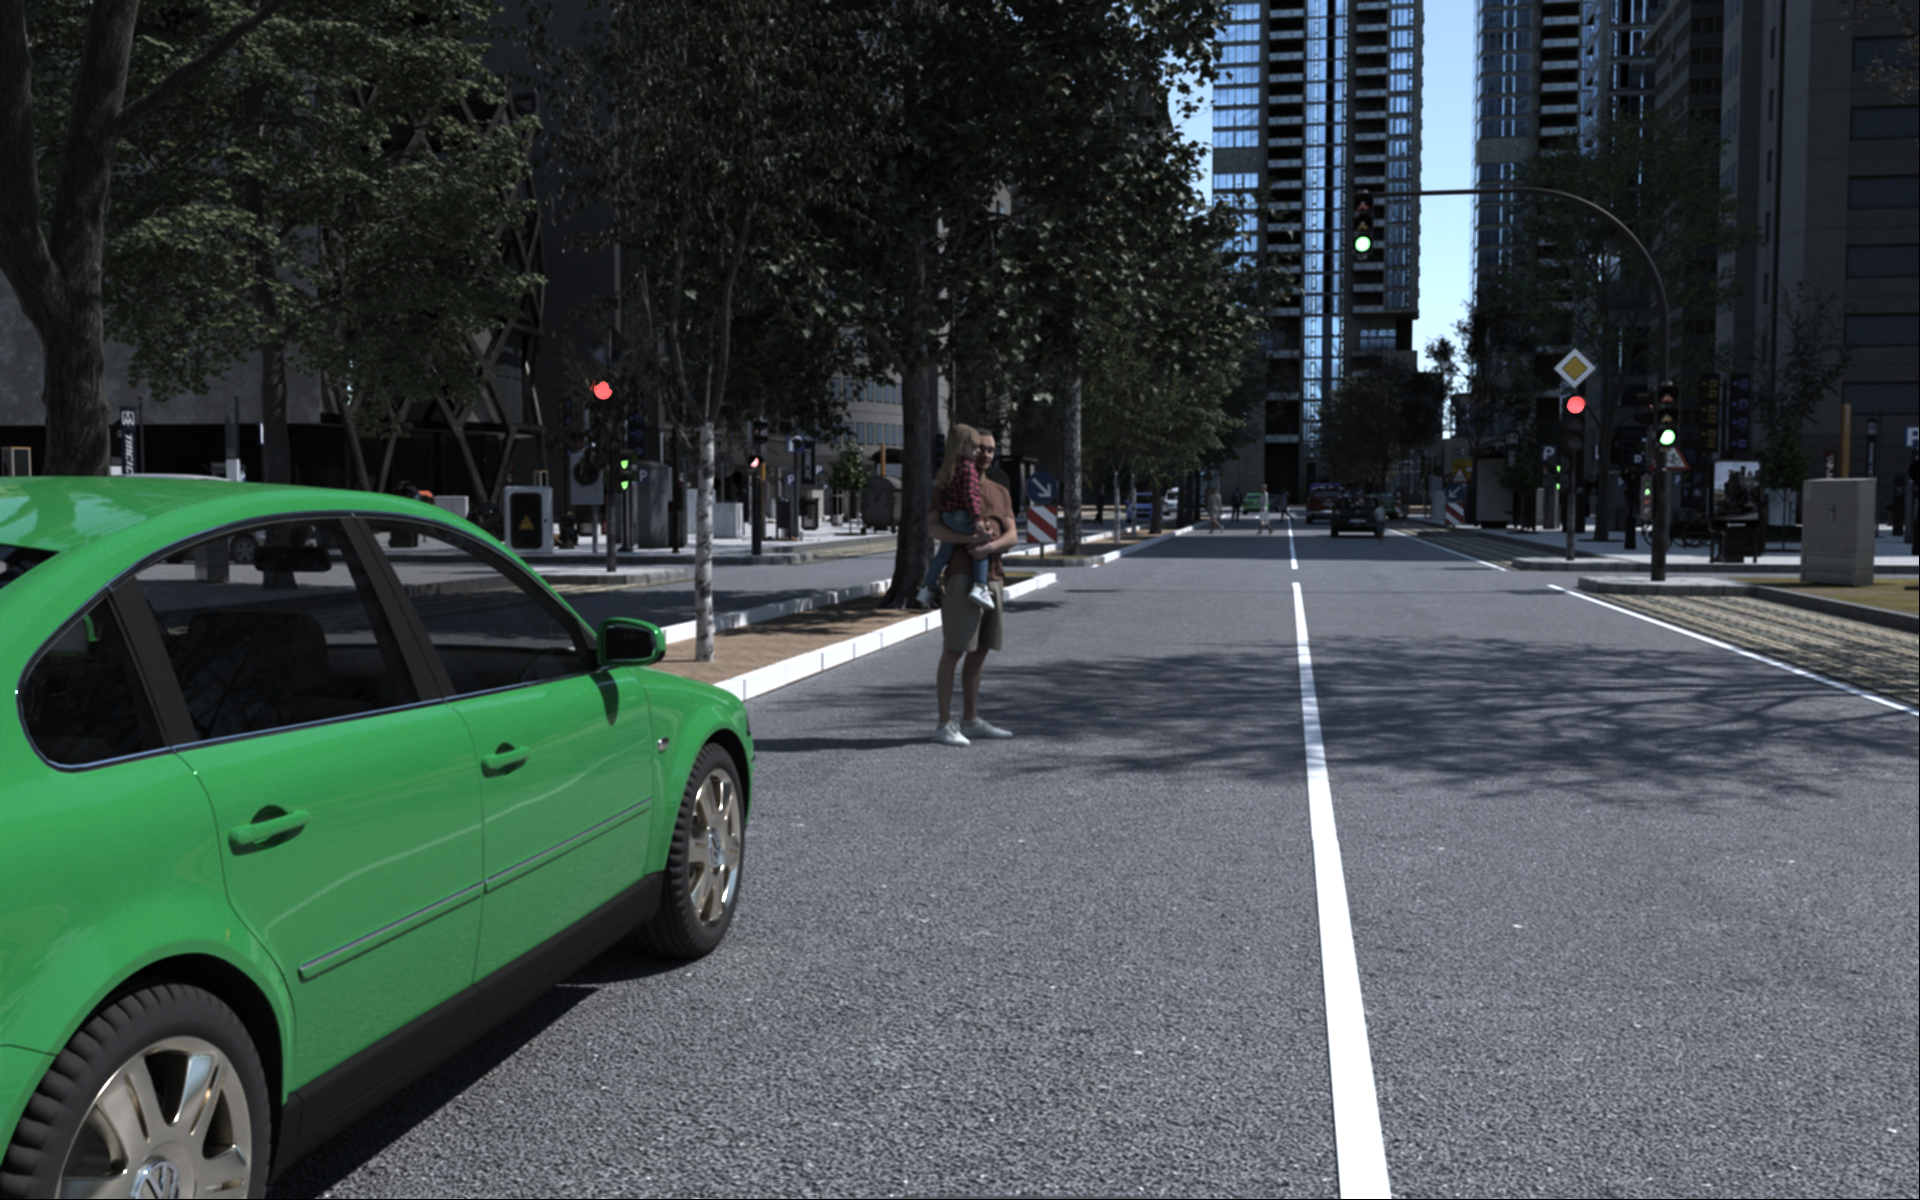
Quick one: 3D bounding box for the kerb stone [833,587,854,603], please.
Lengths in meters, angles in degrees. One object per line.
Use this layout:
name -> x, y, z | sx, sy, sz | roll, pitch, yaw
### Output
kerb stone -> -1.613, -0.043, 22.945 | 0.120, 0.150, 1.000 | 1, 4, 11

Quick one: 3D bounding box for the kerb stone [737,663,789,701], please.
kerb stone -> -1.452, 0.594, 12.478 | 0.120, 0.150, 1.000 | 1, 4, 11

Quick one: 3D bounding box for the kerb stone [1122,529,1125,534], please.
kerb stone -> 5.698, -2.419, 61.738 | 0.120, 0.150, 1.000 | 1, 4, 11

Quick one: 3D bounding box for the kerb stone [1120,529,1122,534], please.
kerb stone -> 5.499, -2.357, 60.726 | 0.120, 0.150, 1.000 | 1, 4, 11

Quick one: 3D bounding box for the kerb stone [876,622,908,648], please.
kerb stone -> -0.686, 0.347, 16.525 | 0.120, 0.150, 1.000 | 1, 4, 11

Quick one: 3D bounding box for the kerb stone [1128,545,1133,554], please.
kerb stone -> 3.959, -1.163, 41.219 | 0.120, 0.150, 1.000 | 1, 4, 11

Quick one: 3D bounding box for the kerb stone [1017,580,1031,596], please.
kerb stone -> 0.834, -0.146, 24.579 | 0.120, 0.150, 1.000 | 1, 4, 11

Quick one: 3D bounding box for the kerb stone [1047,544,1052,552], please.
kerb stone -> 2.085, -1.243, 42.587 | 0.120, 0.150, 1.000 | 1, 4, 11

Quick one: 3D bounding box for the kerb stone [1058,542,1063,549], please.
kerb stone -> 2.468, -1.365, 44.596 | 0.120, 0.150, 1.000 | 1, 4, 11

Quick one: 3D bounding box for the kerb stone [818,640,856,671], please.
kerb stone -> -1.072, 0.471, 14.498 | 0.120, 0.150, 1.000 | 1, 4, 11

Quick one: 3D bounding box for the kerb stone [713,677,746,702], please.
kerb stone -> -1.643, 0.657, 11.473 | 0.120, 0.150, 1.000 | 1, 4, 11

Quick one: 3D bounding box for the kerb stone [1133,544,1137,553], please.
kerb stone -> 4.154, -1.225, 42.225 | 0.120, 0.150, 1.000 | 1, 4, 11

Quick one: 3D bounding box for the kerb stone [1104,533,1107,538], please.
kerb stone -> 4.550, -2.049, 55.689 | 0.120, 0.150, 1.000 | 1, 4, 11

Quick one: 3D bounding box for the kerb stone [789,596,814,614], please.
kerb stone -> -1.989, 0.078, 20.928 | 0.120, 0.150, 1.000 | 1, 4, 11

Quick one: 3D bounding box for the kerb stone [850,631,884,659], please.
kerb stone -> -0.878, 0.413, 15.505 | 0.120, 0.150, 1.000 | 1, 4, 11

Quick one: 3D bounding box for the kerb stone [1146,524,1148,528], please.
kerb stone -> 7.592, -3.035, 71.820 | 0.120, 0.150, 1.000 | 1, 4, 11

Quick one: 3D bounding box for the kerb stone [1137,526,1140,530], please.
kerb stone -> 6.835, -2.786, 67.786 | 0.120, 0.150, 1.000 | 1, 4, 11

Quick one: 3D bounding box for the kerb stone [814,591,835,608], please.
kerb stone -> -1.808, 0.024, 21.942 | 0.120, 0.150, 1.000 | 1, 4, 11

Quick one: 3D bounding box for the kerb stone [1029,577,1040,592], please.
kerb stone -> 1.017, -0.205, 25.585 | 0.120, 0.150, 1.000 | 1, 4, 11

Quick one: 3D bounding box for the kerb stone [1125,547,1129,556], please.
kerb stone -> 3.768, -1.102, 40.210 | 0.120, 0.150, 1.000 | 1, 4, 11

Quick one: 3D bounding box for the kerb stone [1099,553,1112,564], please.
kerb stone -> 3.011, -0.854, 36.163 | 0.120, 0.150, 1.000 | 1, 4, 11

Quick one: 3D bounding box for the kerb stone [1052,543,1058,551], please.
kerb stone -> 2.276, -1.309, 43.591 | 0.120, 0.150, 1.000 | 1, 4, 11

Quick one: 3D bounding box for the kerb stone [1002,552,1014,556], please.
kerb stone -> 0.943, -0.878, 36.555 | 0.120, 0.150, 1.000 | 1, 4, 11

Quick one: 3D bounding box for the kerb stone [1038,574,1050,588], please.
kerb stone -> 1.211, -0.269, 26.588 | 0.120, 0.150, 1.000 | 1, 4, 11

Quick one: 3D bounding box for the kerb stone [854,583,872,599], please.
kerb stone -> -1.426, -0.106, 23.950 | 0.120, 0.150, 1.000 | 1, 4, 11

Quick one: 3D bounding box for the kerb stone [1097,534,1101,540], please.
kerb stone -> 4.171, -1.925, 53.667 | 0.120, 0.150, 1.000 | 1, 4, 11

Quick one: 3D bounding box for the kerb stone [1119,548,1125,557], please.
kerb stone -> 3.578, -1.040, 39.193 | 0.120, 0.150, 1.000 | 1, 4, 11

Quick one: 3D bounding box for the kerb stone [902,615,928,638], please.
kerb stone -> -0.508, 0.285, 17.532 | 0.120, 0.150, 1.000 | 1, 4, 11

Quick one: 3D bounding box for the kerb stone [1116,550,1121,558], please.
kerb stone -> 3.385, -0.977, 38.179 | 0.120, 0.150, 1.000 | 1, 4, 11

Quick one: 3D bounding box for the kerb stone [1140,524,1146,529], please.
kerb stone -> 7.403, -2.967, 70.801 | 0.120, 0.150, 1.000 | 1, 4, 11

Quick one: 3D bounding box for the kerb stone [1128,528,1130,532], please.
kerb stone -> 6.074, -2.542, 63.762 | 0.120, 0.150, 1.000 | 1, 4, 11

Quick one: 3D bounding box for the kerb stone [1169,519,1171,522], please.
kerb stone -> 10.254, -3.895, 85.931 | 0.120, 0.150, 1.000 | 1, 4, 11

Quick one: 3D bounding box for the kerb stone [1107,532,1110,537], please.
kerb stone -> 4.733, -2.110, 56.695 | 0.120, 0.150, 1.000 | 1, 4, 11

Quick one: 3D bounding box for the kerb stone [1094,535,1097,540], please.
kerb stone -> 3.983, -1.863, 52.662 | 0.120, 0.150, 1.000 | 1, 4, 11

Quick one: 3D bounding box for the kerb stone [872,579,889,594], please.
kerb stone -> -1.230, -0.169, 24.955 | 0.120, 0.150, 1.000 | 1, 4, 11

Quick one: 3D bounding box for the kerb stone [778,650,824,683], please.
kerb stone -> -1.269, 0.532, 13.492 | 0.120, 0.150, 1.000 | 1, 4, 11

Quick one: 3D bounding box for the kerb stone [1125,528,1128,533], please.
kerb stone -> 5.883, -2.479, 62.743 | 0.120, 0.150, 1.000 | 1, 4, 11

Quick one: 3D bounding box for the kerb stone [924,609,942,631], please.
kerb stone -> -0.305, 0.223, 18.544 | 0.120, 0.150, 1.000 | 1, 4, 11

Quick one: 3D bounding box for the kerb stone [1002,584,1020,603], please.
kerb stone -> 0.645, -0.084, 23.574 | 0.120, 0.150, 1.000 | 1, 4, 11

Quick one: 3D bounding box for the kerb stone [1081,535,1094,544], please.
kerb stone -> 3.802, -1.802, 51.656 | 0.120, 0.150, 1.000 | 1, 4, 11

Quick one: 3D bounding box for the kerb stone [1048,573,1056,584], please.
kerb stone -> 1.400, -0.327, 27.594 | 0.120, 0.150, 1.000 | 1, 4, 11

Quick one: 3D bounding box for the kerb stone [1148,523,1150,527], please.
kerb stone -> 7.781, -3.097, 72.826 | 0.120, 0.150, 1.000 | 1, 4, 11

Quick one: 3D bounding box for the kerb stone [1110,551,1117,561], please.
kerb stone -> 3.202, -0.915, 37.167 | 0.120, 0.150, 1.000 | 1, 4, 11

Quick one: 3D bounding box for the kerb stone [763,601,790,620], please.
kerb stone -> -2.184, 0.139, 19.925 | 0.120, 0.150, 1.000 | 1, 4, 11

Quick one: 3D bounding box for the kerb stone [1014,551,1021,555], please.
kerb stone -> 1.134, -0.940, 37.559 | 0.120, 0.150, 1.000 | 1, 4, 11

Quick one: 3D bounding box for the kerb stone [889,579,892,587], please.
kerb stone -> -1.042, -0.229, 25.964 | 0.120, 0.150, 1.000 | 1, 4, 11

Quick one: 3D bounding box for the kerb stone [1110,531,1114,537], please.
kerb stone -> 4.939, -2.169, 57.704 | 0.120, 0.150, 1.000 | 1, 4, 11

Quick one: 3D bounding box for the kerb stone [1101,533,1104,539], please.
kerb stone -> 4.364, -1.987, 54.684 | 0.120, 0.150, 1.000 | 1, 4, 11

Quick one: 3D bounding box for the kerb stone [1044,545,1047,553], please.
kerb stone -> 1.891, -1.186, 41.583 | 0.120, 0.150, 1.000 | 1, 4, 11

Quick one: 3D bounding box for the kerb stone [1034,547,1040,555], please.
kerb stone -> 1.706, -1.124, 40.573 | 0.120, 0.150, 1.000 | 1, 4, 11

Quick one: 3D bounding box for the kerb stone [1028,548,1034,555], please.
kerb stone -> 1.511, -1.063, 39.569 | 0.120, 0.150, 1.000 | 1, 4, 11

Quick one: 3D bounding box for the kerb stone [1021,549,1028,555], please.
kerb stone -> 1.322, -0.997, 38.564 | 0.120, 0.150, 1.000 | 1, 4, 11

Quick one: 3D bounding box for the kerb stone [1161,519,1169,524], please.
kerb stone -> 10.054, -3.836, 84.919 | 0.120, 0.150, 1.000 | 1, 4, 11

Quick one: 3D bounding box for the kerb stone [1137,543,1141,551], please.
kerb stone -> 4.350, -1.287, 43.231 | 0.120, 0.150, 1.000 | 1, 4, 11

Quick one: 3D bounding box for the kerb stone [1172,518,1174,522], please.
kerb stone -> 10.627, -4.021, 87.945 | 0.120, 0.150, 1.000 | 1, 4, 11
